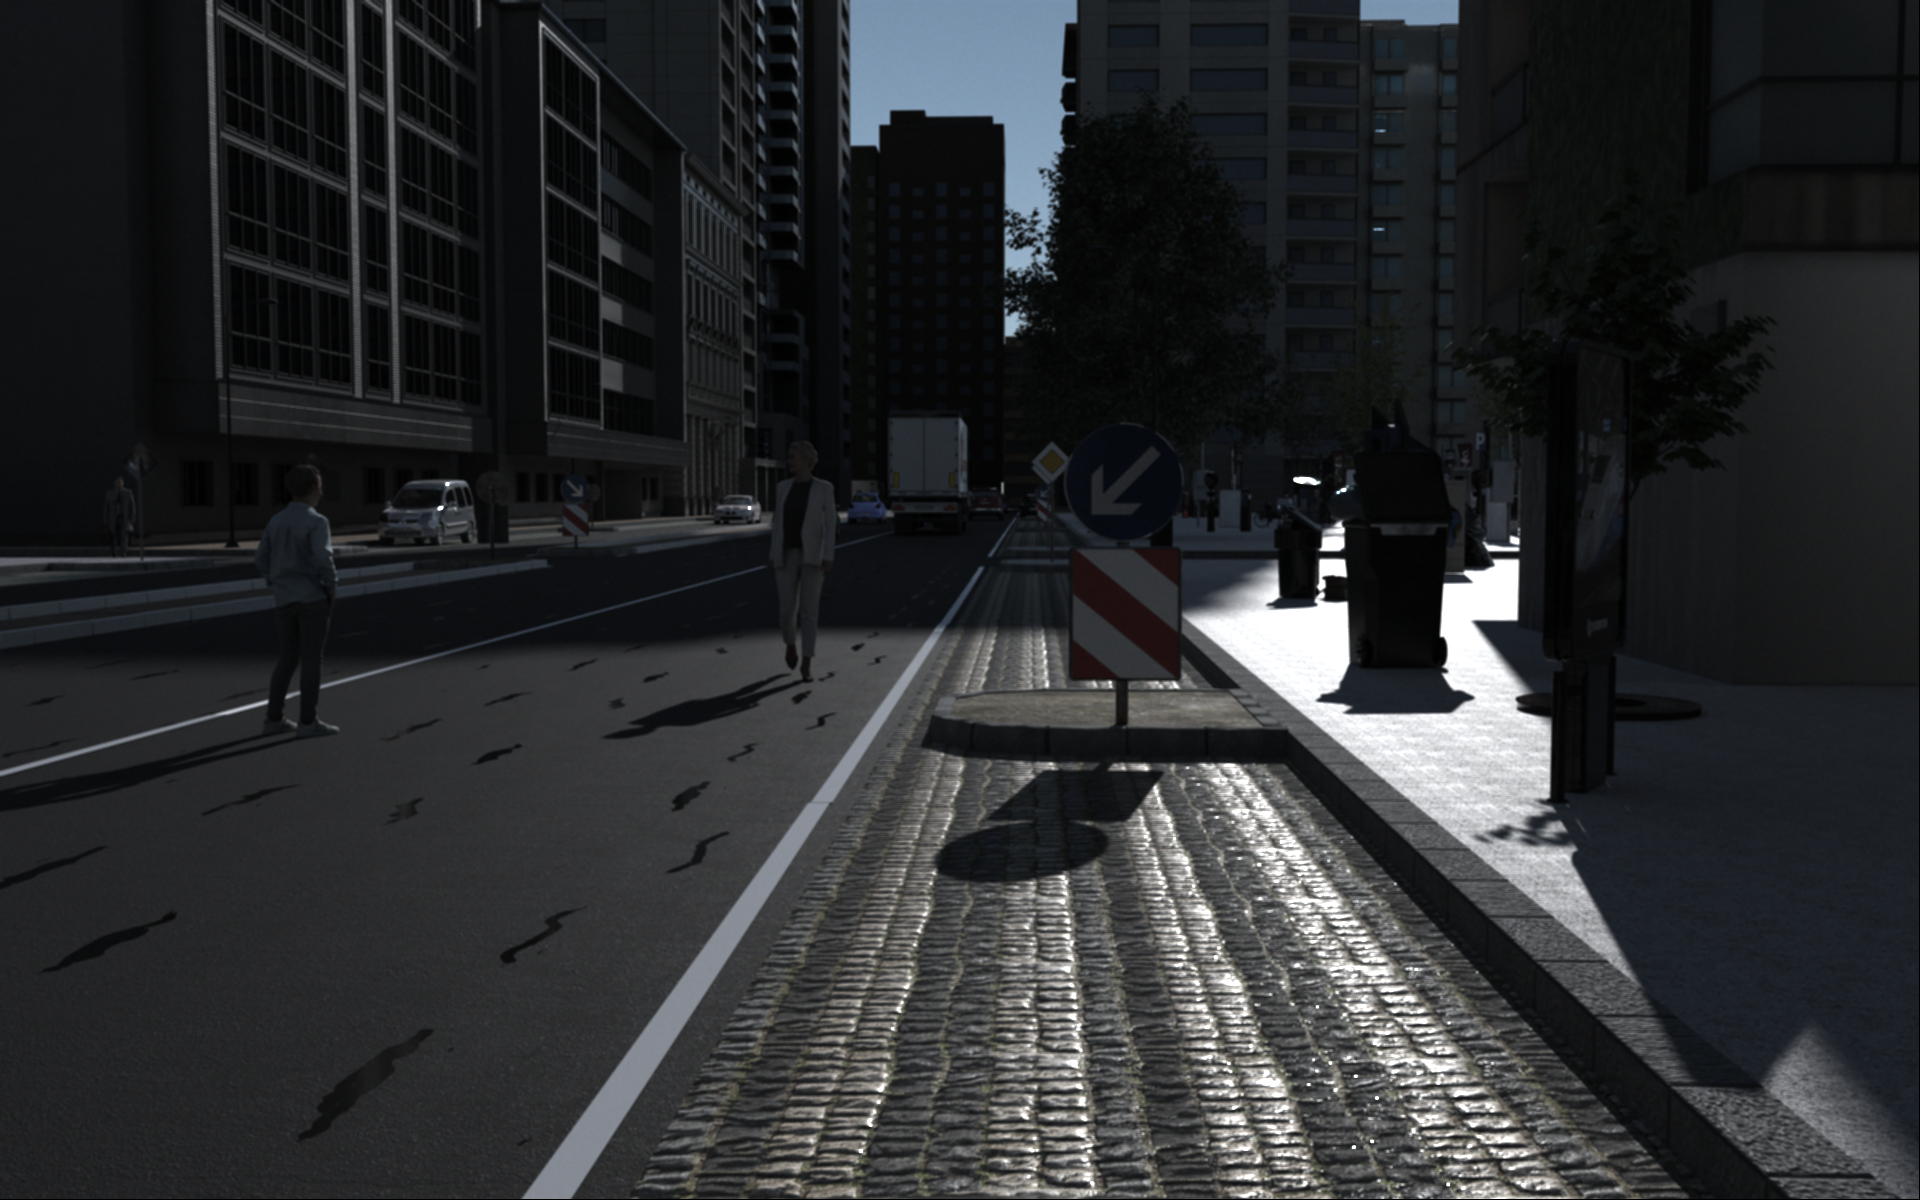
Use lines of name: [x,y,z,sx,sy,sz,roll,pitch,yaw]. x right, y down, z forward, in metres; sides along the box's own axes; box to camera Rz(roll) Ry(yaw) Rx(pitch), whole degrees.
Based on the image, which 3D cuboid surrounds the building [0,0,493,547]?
building: [-25.019,-15.896,53.414,14.314,27.812,24.014,0,4,2]

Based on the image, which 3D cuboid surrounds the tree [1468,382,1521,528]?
tree: [21.382,-7.075,66.040,4.737,8.622,4.395,0,3,0]

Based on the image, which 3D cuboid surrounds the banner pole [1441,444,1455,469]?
banner pole: [24.077,-5.852,85.701,0.863,3.779,0.401,2,4,34]

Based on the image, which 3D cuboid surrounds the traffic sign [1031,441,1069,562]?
traffic sign: [1.733,-1.774,32.646,0.795,2.450,0.064,0,4,2]

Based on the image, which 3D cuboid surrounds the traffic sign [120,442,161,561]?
traffic sign: [-15.795,-1.819,33.389,0.795,2.450,0.064,0,4,2]

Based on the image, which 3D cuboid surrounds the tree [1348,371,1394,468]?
tree: [23.076,-9.241,101.451,4.360,8.622,3.978,0,3,0]

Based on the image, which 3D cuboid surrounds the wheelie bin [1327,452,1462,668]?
wheelie bin: [3.221,-0.309,12.961,0.980,1.594,0.693,0,4,-4]

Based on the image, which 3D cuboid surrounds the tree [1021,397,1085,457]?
tree: [7.388,-10.819,111.295,7.601,10.594,8.767,0,4,0]

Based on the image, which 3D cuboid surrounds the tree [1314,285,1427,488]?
tree: [14.687,-6.828,61.995,4.737,8.622,4.395,0,3,0]

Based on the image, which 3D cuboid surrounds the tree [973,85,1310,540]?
tree: [5.091,-8.083,49.172,9.611,12.733,9.660,0,3,0]

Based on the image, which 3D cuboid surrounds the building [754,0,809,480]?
building: [-24.455,-51.286,151.201,22.319,86.520,31.000,0,4,2]

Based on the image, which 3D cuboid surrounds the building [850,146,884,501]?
building: [-16.164,-31.982,206.499,14.086,41.232,14.154,0,4,2]

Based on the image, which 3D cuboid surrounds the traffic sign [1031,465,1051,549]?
traffic sign: [2.064,-2.262,40.624,0.795,2.450,0.064,0,4,2]

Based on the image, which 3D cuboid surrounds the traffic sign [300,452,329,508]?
traffic sign: [-15.465,-2.307,41.368,0.795,2.450,0.064,0,4,2]

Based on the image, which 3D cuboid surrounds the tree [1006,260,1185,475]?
tree: [5.973,-9.489,73.273,7.486,12.596,7.792,0,3,0]

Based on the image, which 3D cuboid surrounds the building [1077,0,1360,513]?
building: [19.404,-36.088,132.035,21.231,58.520,28.212,0,4,2]

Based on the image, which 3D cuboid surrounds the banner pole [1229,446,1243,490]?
banner pole: [14.163,-6.076,89.353,0.863,3.779,0.401,0,4,6]

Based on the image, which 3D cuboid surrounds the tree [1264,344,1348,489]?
tree: [16.466,-8.184,84.173,4.360,8.622,3.978,0,3,0]

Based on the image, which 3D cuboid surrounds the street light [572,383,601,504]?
street light: [-15.709,-6.122,72.643,1.470,5.913,1.316,0,4,2]

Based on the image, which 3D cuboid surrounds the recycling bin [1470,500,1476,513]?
recycling bin: [21.776,-3.739,73.684,0.722,1.027,0.722,0,4,7]

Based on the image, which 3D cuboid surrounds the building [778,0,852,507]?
building: [-25.893,-39.142,181.971,28.212,58.520,21.231,0,4,2]

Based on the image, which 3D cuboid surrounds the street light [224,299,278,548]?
street light: [-16.939,-4.211,41.389,1.470,5.913,1.316,0,4,2]

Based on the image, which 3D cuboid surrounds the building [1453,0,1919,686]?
building: [12.481,-20.386,16.911,14.154,41.232,14.086,0,4,2]

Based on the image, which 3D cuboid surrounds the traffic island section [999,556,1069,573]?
traffic island section: [1.757,-0.639,32.722,2.009,0.180,2.903,0,4,2]

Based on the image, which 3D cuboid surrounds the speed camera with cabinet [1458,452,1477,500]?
speed camera with cabinet: [24.196,-5.362,82.012,2.038,3.252,0.660,-1,4,-8]

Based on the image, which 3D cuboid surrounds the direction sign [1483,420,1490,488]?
direction sign: [16.142,-3.742,53.171,0.379,3.537,0.876,0,4,6]

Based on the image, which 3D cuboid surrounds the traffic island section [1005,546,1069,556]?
traffic island section: [2.087,-1.127,40.700,2.009,0.180,2.903,0,4,2]

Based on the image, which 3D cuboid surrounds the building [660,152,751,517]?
building: [-19.921,-16.977,106.458,11.050,23.489,19.941,0,4,2]

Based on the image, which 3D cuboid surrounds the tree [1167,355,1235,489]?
tree: [11.602,-8.285,85.819,4.737,8.622,4.395,0,3,0]

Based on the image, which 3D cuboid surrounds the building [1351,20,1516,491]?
building: [41.913,-34.175,178.371,30.456,49.044,23.786,0,4,2]

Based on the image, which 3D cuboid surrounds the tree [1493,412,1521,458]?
tree: [32.980,-9.205,100.858,4.360,8.622,3.978,0,3,0]

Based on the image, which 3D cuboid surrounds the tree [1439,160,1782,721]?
tree: [3.935,-0.947,10.086,1.663,3.219,1.824,0,3,0]

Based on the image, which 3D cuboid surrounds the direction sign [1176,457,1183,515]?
direction sign: [13.025,-6.902,104.843,0.876,3.537,0.379,1,4,13]

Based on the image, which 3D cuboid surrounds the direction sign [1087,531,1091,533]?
direction sign: [4.429,-4.017,57.673,0.379,3.537,0.876,-1,4,-20]

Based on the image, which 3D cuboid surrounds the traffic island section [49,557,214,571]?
traffic island section: [-15.819,-0.683,33.452,2.009,0.180,2.903,0,4,2]

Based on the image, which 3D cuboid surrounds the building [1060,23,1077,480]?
building: [20.449,-30.975,161.071,22.147,44.769,28.867,0,4,2]

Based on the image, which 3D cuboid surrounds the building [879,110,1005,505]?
building: [-1.824,-33.958,205.329,14.200,45.320,14.600,0,4,2]

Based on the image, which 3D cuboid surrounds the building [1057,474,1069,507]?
building: [17.330,-25.208,183.859,14.160,30.474,14.107,0,4,2]

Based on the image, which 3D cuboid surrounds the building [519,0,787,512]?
building: [-23.616,-42.055,125.855,20.563,71.187,20.611,0,4,2]

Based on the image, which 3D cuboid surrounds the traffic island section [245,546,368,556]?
traffic island section: [-15.489,-1.171,41.430,2.009,0.180,2.903,0,4,2]

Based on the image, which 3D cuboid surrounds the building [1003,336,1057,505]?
building: [20.024,-22.494,212.809,28.899,21.520,27.650,0,4,2]

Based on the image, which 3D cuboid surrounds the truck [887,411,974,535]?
truck: [-1.022,-4.599,64.105,2.839,4.237,11.283,0,4,2]

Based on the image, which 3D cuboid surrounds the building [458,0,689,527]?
building: [-22.653,-16.036,81.251,14.314,24.678,30.058,0,4,2]

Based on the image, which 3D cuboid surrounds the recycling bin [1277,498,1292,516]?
recycling bin: [19.261,-5.514,102.706,0.722,1.027,0.722,2,4,28]

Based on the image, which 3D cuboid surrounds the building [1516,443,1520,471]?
building: [68.290,-45.258,178.213,20.611,71.187,20.563,0,4,2]

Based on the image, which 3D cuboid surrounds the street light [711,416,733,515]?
street light: [-14.279,-8.023,103.719,1.470,5.913,1.316,0,4,2]

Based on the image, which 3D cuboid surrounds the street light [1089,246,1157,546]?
street light: [3.109,-3.670,32.539,1.470,5.913,1.316,0,4,2]
